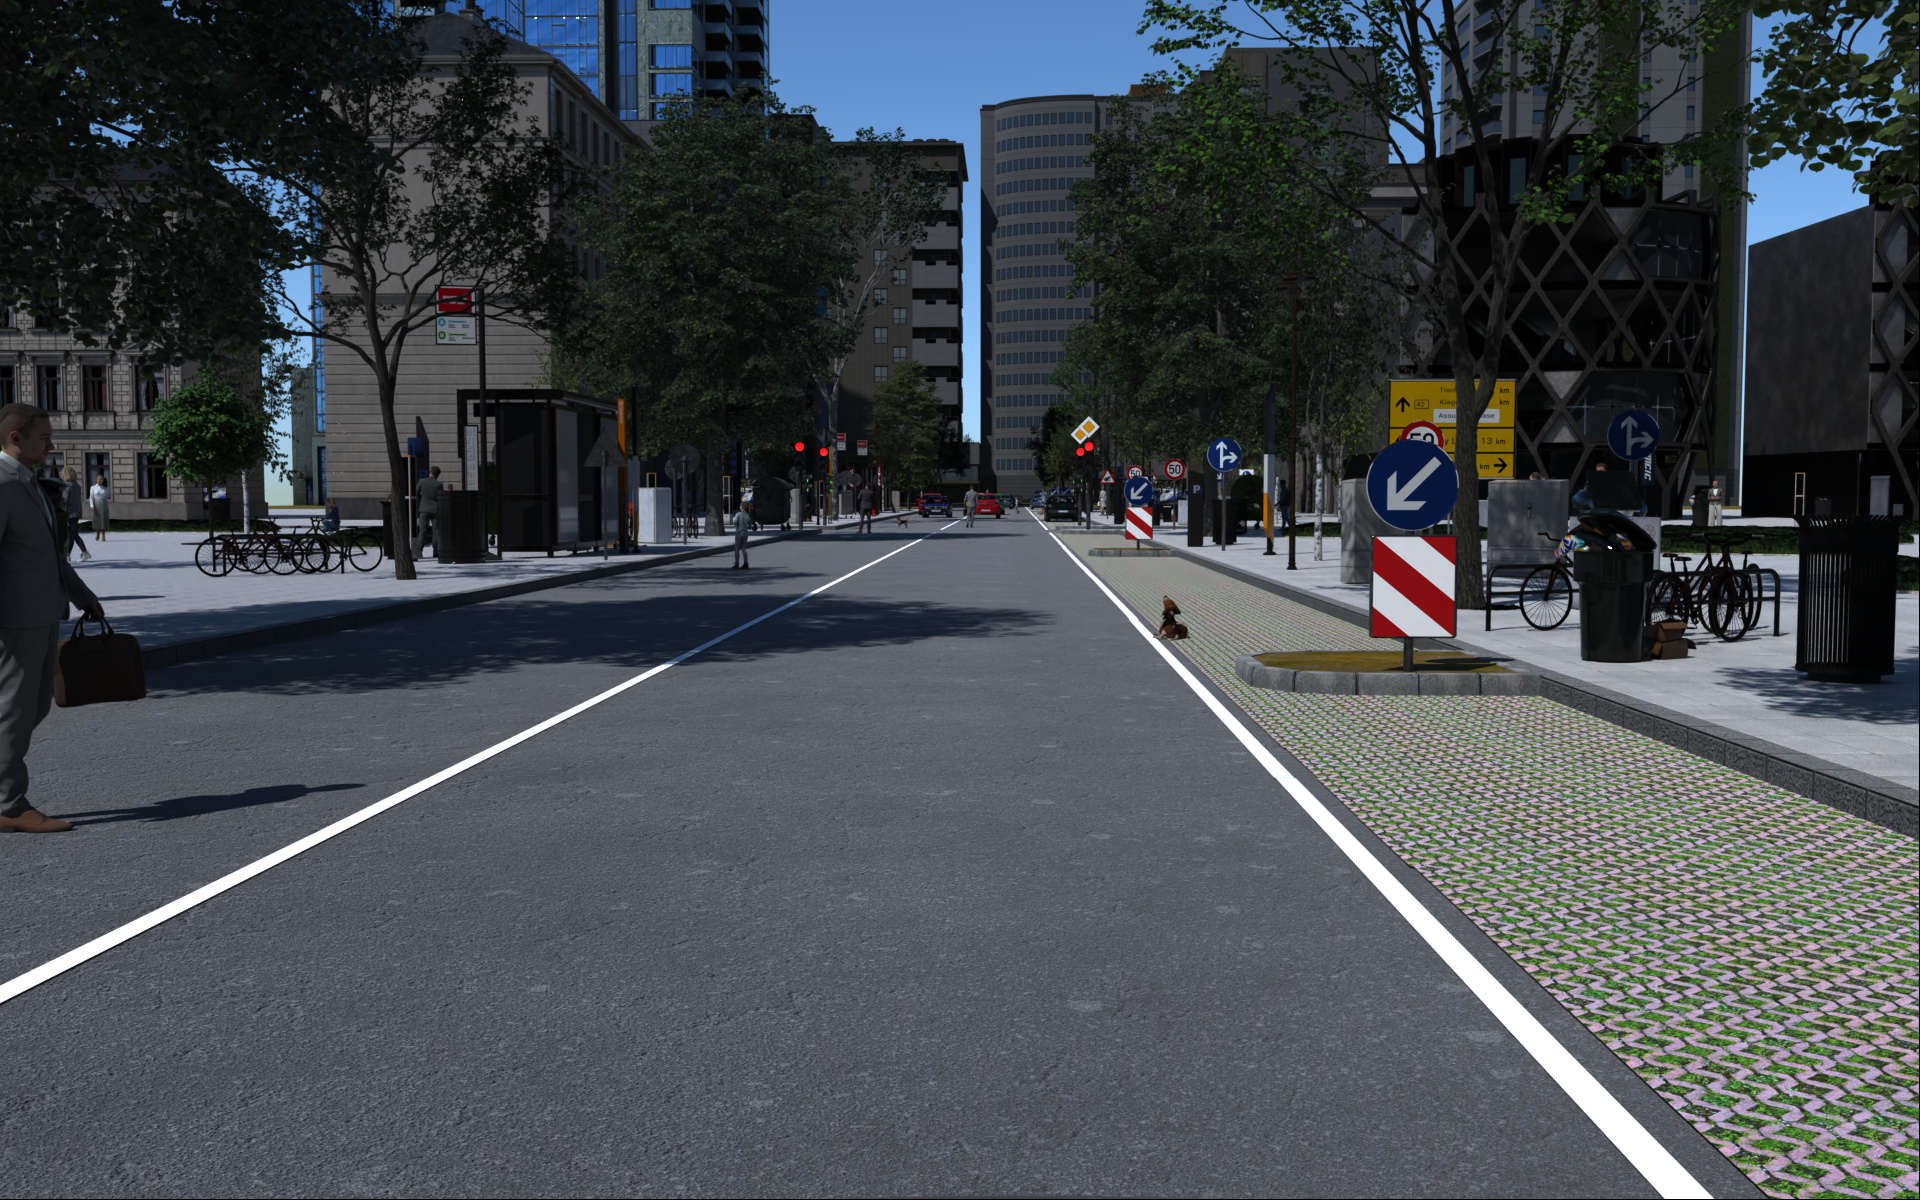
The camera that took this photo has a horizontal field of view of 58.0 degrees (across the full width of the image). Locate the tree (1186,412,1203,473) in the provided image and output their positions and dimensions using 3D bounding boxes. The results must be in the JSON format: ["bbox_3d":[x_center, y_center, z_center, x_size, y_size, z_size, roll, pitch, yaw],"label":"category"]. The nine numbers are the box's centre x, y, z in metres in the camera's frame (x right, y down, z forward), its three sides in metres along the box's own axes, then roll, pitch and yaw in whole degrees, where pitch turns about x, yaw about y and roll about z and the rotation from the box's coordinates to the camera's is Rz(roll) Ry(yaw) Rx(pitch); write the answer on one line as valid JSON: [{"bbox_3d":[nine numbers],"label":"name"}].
[{"bbox_3d":[13.576,-8.232,84.955,4.737,8.622,4.395,0,3,0],"label":"tree"}]

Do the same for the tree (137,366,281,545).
[{"bbox_3d":[-19.250,-3.700,44.207,4.285,4.588,4.351,0,3,0],"label":"tree"}]

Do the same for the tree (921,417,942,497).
[{"bbox_3d":[-3.749,-12.733,158.539,4.360,8.622,3.978,0,3,0],"label":"tree"}]

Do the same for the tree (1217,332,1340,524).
[{"bbox_3d":[13.515,-7.573,74.176,4.737,8.622,4.395,0,3,0],"label":"tree"}]

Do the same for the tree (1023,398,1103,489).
[{"bbox_3d":[12.325,-17.727,206.843,9.611,12.733,9.660,0,3,0],"label":"tree"}]

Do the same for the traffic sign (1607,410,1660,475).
[{"bbox_3d":[10.208,-1.604,26.336,0.768,2.556,0.104,0,4,7],"label":"traffic sign"}]

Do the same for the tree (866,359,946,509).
[{"bbox_3d":[-4.580,-13.914,145.619,7.486,12.596,7.792,0,3,0],"label":"tree"}]

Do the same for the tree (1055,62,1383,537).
[{"bbox_3d":[7.649,-8.881,51.853,9.857,13.997,8.962,0,3,0],"label":"tree"}]

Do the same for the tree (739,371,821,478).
[{"bbox_3d":[-12.518,-11.005,114.339,7.601,10.594,8.767,1,4,11],"label":"tree"}]

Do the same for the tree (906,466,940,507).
[{"bbox_3d":[-3.733,-11.665,174.432,4.285,4.588,4.351,0,3,0],"label":"tree"}]

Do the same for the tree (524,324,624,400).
[{"bbox_3d":[-16.564,-7.600,74.629,4.737,8.622,4.395,0,3,0],"label":"tree"}]

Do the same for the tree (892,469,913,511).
[{"bbox_3d":[-4.315,-8.325,130.711,1.663,3.219,1.824,0,3,0],"label":"tree"}]

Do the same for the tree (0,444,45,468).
[{"bbox_3d":[-29.957,-3.706,55.189,1.663,3.219,1.824,0,3,0],"label":"tree"}]

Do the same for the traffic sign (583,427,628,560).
[{"bbox_3d":[-6.875,-2.052,33.557,0.884,2.594,0.081,0,4,4],"label":"traffic sign"}]

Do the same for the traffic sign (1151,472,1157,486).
[{"bbox_3d":[10.737,-5.913,96.675,0.884,2.594,0.081,0,4,4],"label":"traffic sign"}]

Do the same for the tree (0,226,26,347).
[{"bbox_3d":[-17.280,-4.728,27.664,4.737,8.622,4.395,0,3,0],"label":"tree"}]

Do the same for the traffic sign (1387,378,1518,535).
[{"bbox_3d":[8.651,-2.242,30.535,2.265,3.308,0.079,0,4,2],"label":"traffic sign"}]

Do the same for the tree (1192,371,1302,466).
[{"bbox_3d":[18.669,-10.875,112.225,7.601,10.594,8.767,0,4,2],"label":"tree"}]

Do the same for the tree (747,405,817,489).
[{"bbox_3d":[-14.191,-11.276,134.721,4.360,8.622,3.978,0,3,0],"label":"tree"}]

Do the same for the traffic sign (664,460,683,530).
[{"bbox_3d":[-10.080,-3.739,61.243,0.768,2.556,0.104,0,4,7],"label":"traffic sign"}]

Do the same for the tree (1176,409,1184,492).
[{"bbox_3d":[17.607,-11.588,139.830,4.360,8.622,3.978,0,3,0],"label":"tree"}]

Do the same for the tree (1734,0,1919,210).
[{"bbox_3d":[5.419,-5.393,6.295,7.486,12.596,7.792,0,3,0],"label":"tree"}]

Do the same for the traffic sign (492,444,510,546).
[{"bbox_3d":[-10.342,-2.415,39.592,0.768,2.556,0.104,0,4,8],"label":"traffic sign"}]

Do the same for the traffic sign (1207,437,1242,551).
[{"bbox_3d":[5.954,-2.383,39.063,0.768,2.556,0.104,0,4,6],"label":"traffic sign"}]

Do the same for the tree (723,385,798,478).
[{"bbox_3d":[-11.705,-9.503,105.736,4.737,8.622,4.395,0,3,0],"label":"tree"}]

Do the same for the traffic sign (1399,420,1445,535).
[{"bbox_3d":[7.974,-1.827,29.980,0.768,2.556,0.104,0,4,8],"label":"traffic sign"}]

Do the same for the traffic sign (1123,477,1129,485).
[{"bbox_3d":[12.384,-7.772,127.180,0.768,2.556,0.104,1,4,9],"label":"traffic sign"}]

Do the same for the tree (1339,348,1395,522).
[{"bbox_3d":[17.709,-7.903,79.575,4.737,8.622,4.395,0,3,0],"label":"tree"}]

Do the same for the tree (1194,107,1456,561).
[{"bbox_3d":[7.127,-5.060,33.097,4.360,8.622,3.978,0,3,0],"label":"tree"}]

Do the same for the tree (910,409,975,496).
[{"bbox_3d":[-2.497,-15.557,188.763,7.601,10.594,8.767,2,4,26],"label":"tree"}]

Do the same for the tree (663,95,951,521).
[{"bbox_3d":[-7.372,-13.941,83.821,12.611,20.169,13.585,0,3,0],"label":"tree"}]

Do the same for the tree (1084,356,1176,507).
[{"bbox_3d":[8.268,-8.156,83.720,4.360,8.622,3.978,0,3,0],"label":"tree"}]

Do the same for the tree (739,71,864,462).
[{"bbox_3d":[-7.597,-8.919,52.477,9.857,13.997,8.962,0,3,0],"label":"tree"}]

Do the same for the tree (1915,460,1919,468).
[{"bbox_3d":[22.311,-2.672,38.296,1.663,3.219,1.824,0,3,0],"label":"tree"}]

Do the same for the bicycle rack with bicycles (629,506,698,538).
[{"bbox_3d":[-8.876,-2.277,50.603,2.852,0.926,2.925,-1,4,-13],"label":"bicycle rack with bicycles"}]

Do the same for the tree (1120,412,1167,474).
[{"bbox_3d":[13.255,-10.660,124.647,4.737,8.622,4.395,0,3,0],"label":"tree"}]

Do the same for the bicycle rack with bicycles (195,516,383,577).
[{"bbox_3d":[-10.922,-0.905,28.176,2.925,0.926,2.852,-2,4,-27],"label":"bicycle rack with bicycles"}]

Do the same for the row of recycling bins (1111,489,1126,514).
[{"bbox_3d":[10.541,-6.641,115.691,1.069,1.692,3.534,0,4,8],"label":"row of recycling bins"}]

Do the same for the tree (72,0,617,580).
[{"bbox_3d":[-8.636,-5.589,25.786,7.601,10.594,8.767,1,4,16],"label":"tree"}]

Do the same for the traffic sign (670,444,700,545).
[{"bbox_3d":[-6.972,-2.677,43.873,0.768,2.556,0.104,0,4,4],"label":"traffic sign"}]

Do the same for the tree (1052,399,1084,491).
[{"bbox_3d":[8.746,-10.212,117.330,4.360,8.622,3.978,0,3,0],"label":"tree"}]

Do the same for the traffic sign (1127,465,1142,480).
[{"bbox_3d":[7.748,-4.678,76.595,0.768,2.556,0.104,0,4,7],"label":"traffic sign"}]

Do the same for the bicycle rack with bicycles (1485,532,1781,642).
[{"bbox_3d":[6.359,-0.152,15.861,2.925,0.926,2.852,-2,4,-29],"label":"bicycle rack with bicycles"}]

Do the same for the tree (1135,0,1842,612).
[{"bbox_3d":[5.786,-5.716,19.207,9.928,11.665,9.643,0,3,0],"label":"tree"}]

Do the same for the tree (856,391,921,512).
[{"bbox_3d":[-5.253,-10.599,123.659,4.360,8.622,3.978,0,3,0],"label":"tree"}]

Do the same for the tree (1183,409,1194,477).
[{"bbox_3d":[18.753,-10.442,121.084,4.360,8.622,3.978,0,3,0],"label":"tree"}]

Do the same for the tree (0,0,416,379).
[{"bbox_3d":[-8.395,-6.491,12.789,9.857,13.997,8.962,0,3,0],"label":"tree"}]

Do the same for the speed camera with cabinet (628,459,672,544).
[{"bbox_3d":[-8.369,-3.118,45.311,2.038,3.252,0.660,3,5,44],"label":"speed camera with cabinet"}]

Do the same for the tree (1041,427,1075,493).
[{"bbox_3d":[10.554,-14.443,186.506,4.737,8.622,4.395,0,3,0],"label":"tree"}]

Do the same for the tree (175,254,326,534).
[{"bbox_3d":[-21.222,-6.183,51.457,4.360,8.622,3.978,0,3,0],"label":"tree"}]

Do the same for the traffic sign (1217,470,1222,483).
[{"bbox_3d":[11.798,-4.861,79.580,0.768,2.556,0.104,0,4,6],"label":"traffic sign"}]

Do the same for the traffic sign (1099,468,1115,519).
[{"bbox_3d":[7.491,-5.375,87.890,0.884,2.594,0.081,1,4,11],"label":"traffic sign"}]

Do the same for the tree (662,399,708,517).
[{"bbox_3d":[-16.070,-9.521,106.038,4.737,8.622,4.395,0,3,0],"label":"tree"}]
